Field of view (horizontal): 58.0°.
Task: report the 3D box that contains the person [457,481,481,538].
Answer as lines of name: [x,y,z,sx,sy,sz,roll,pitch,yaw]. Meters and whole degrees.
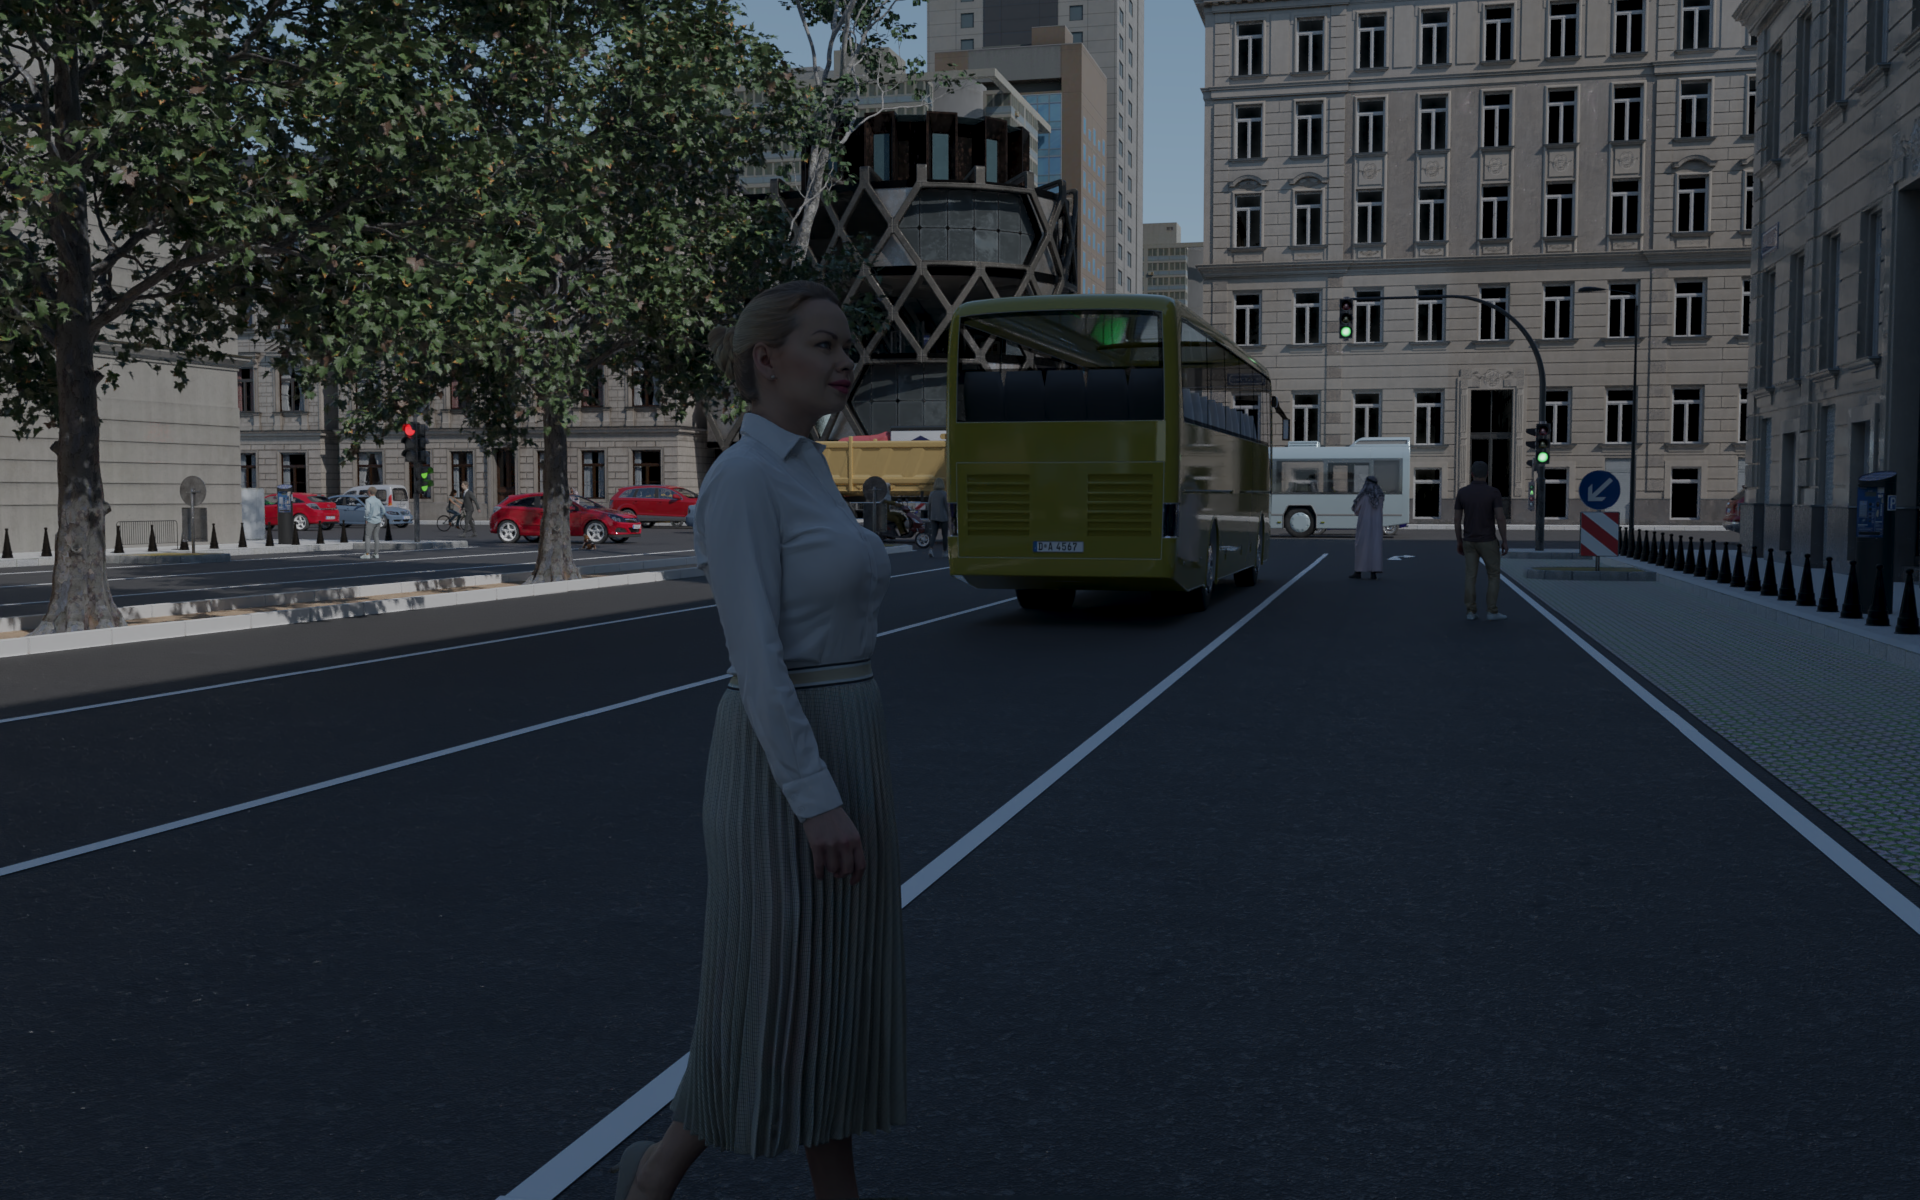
person: [-16.297,-2.992,57.202,0.755,1.850,0.659,-3,5,-40]

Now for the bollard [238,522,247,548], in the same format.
bollard: [-17.216,-1.560,41.551,0.229,0.601,0.229,0,3,0]

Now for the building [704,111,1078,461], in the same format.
building: [-2.391,-13.344,85.622,16.811,18.784,16.820,1,4,14]

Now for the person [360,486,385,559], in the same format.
person: [-13.122,-1.736,38.701,0.330,1.601,0.589,3,4,36]

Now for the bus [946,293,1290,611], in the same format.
bus: [2.655,-1.997,24.196,2.896,3.916,12.252,1,4,15]

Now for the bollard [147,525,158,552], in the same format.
bollard: [-17.979,-1.377,38.553,0.229,0.601,0.229,0,3,0]

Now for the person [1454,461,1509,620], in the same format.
person: [5.980,-0.685,19.828,0.598,1.807,0.434,3,5,44]

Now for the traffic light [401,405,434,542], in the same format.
traffic light: [-14.480,-3.499,46.132,0.839,4.253,0.868,1,4,14]

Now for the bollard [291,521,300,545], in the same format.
bollard: [-16.708,-1.682,43.542,0.229,0.601,0.229,0,3,0]

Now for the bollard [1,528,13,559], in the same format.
bollard: [-19.002,-1.131,34.532,0.229,0.601,0.229,0,3,0]

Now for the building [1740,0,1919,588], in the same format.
building: [18.749,-13.759,22.219,12.463,27.353,25.104,1,4,14]

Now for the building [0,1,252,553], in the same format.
building: [-41.435,-16.240,41.937,44.131,29.872,17.030,1,4,14]

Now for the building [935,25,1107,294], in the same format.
building: [6.416,-31.873,171.238,14.600,45.320,14.200,1,4,14]

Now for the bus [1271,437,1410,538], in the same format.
bus: [8.337,-3.889,58.444,13.247,3.499,2.948,1,4,14]

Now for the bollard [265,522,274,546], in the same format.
bollard: [-16.962,-1.621,42.546,0.229,0.601,0.229,0,3,0]

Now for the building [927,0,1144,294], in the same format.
building: [8.915,-46.117,192.256,20.611,71.187,20.563,1,4,14]

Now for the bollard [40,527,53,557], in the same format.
bollard: [-18.748,-1.192,35.531,0.229,0.601,0.229,0,3,0]

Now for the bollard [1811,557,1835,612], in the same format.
bollard: [9.461,-0.173,18.866,0.229,0.601,0.229,0,3,0]

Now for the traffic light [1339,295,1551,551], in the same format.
traffic light: [11.059,-3.967,39.525,4.771,5.953,1.251,1,4,14]

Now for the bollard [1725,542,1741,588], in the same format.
bollard: [10.731,-0.478,23.862,0.229,0.601,0.229,0,3,0]

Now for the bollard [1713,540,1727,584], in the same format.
bollard: [10.987,-0.539,24.856,0.229,0.601,0.229,0,3,0]

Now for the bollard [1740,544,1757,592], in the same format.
bollard: [10.478,-0.417,22.858,0.229,0.601,0.229,0,3,0]

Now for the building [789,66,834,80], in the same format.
building: [-17.665,-35.360,197.743,30.456,49.044,23.786,1,4,14]

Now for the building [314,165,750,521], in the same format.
building: [-20.680,-13.596,86.923,19.286,19.102,10.561,1,4,14]

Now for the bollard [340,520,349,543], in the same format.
bollard: [-16.202,-1.804,45.532,0.229,0.601,0.229,0,3,0]

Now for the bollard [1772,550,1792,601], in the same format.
bollard: [9.970,-0.295,20.859,0.229,0.601,0.229,0,3,0]

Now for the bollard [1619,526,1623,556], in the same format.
bollard: [13.789,-1.213,35.868,0.229,0.601,0.229,0,3,0]

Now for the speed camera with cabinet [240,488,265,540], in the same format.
speed camera with cabinet: [-20.314,-3.270,47.792,0.660,3.252,2.038,3,5,41]

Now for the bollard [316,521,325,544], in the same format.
bollard: [-16.456,-1.743,44.537,0.229,0.601,0.229,0,3,0]

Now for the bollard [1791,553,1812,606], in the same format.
bollard: [9.712,-0.234,19.861,0.229,0.601,0.229,0,3,0]

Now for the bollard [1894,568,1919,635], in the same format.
bollard: [8.699,0.010,15.879,0.229,0.601,0.229,0,3,0]

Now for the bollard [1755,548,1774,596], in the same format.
bollard: [10.223,-0.356,21.854,0.229,0.601,0.229,0,3,0]

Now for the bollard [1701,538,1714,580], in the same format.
bollard: [11.241,-0.600,25.851,0.229,0.601,0.229,0,3,0]

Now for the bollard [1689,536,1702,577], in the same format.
bollard: [11.497,-0.661,26.855,0.229,0.601,0.229,0,3,0]

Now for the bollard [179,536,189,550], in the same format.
bollard: [-17.721,-1.438,39.554,0.229,0.601,0.229,0,3,0]

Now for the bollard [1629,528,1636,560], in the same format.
bollard: [13.279,-1.090,33.863,0.229,0.601,0.229,0,3,0]

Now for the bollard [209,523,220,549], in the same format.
bollard: [-17.471,-1.499,40.557,0.229,0.601,0.229,0,3,0]

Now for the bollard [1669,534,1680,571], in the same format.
bollard: [12.008,-0.785,28.870,0.229,0.601,0.229,0,3,0]

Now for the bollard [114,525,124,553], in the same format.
bollard: [-18.237,-1.315,37.539,0.229,0.601,0.229,0,3,0]

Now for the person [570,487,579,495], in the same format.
person: [-17.071,-4.123,76.581,0.551,1.740,0.621,1,4,12]

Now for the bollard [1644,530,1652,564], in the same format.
bollard: [12.770,-0.968,31.863,0.229,0.601,0.229,0,3,0]

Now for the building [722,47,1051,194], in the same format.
building: [-6.288,-28.322,154.949,32.217,40.220,23.993,1,4,14]

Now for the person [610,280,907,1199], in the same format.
person: [-0.353,0.348,3.032,0.641,1.798,0.478,2,4,25]

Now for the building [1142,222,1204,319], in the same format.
building: [28.596,-34.198,251.015,23.993,40.220,32.217,1,4,14]

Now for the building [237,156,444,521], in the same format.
building: [-39.246,-13.916,92.159,19.286,19.102,10.561,1,4,14]

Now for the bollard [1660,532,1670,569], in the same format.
bollard: [12.262,-0.845,29.865,0.229,0.601,0.229,0,3,0]

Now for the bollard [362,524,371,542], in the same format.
bollard: [-15.950,-1.865,46.527,0.229,0.601,0.229,0,3,0]

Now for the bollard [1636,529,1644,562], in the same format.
bollard: [13.022,-1.029,32.862,0.229,0.601,0.229,0,3,0]

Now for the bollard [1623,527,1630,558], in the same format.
bollard: [13.538,-1.152,34.872,0.229,0.601,0.229,0,3,0]

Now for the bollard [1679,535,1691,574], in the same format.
bollard: [11.752,-0.723,27.862,0.229,0.601,0.229,0,3,0]

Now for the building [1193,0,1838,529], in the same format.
building: [23.580,-17.121,77.185,25.104,27.353,12.463,1,4,14]

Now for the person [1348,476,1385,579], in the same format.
person: [6.931,-1.233,29.326,0.551,1.740,0.621,-2,4,-28]

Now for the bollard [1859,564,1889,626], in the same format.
bollard: [8.952,-0.051,16.875,0.229,0.601,0.229,0,3,0]

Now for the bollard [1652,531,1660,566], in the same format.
bollard: [12.515,-0.906,30.860,0.229,0.601,0.229,0,3,0]

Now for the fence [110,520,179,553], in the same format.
fence: [-18.252,-1.440,38.924,0.278,0.683,2.069,1,4,13]

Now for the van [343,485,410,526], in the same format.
van: [-26.811,-4.325,77.722,4.112,2.044,2.013,1,4,16]

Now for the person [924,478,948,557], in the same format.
person: [-0.546,-1.878,39.393,0.709,1.800,0.728,2,4,29]

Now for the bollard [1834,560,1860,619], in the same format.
bollard: [9.208,-0.112,17.870,0.229,0.601,0.229,0,3,0]

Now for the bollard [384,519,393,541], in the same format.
bollard: [-15.691,-1.926,47.535,0.229,0.601,0.229,0,3,0]
